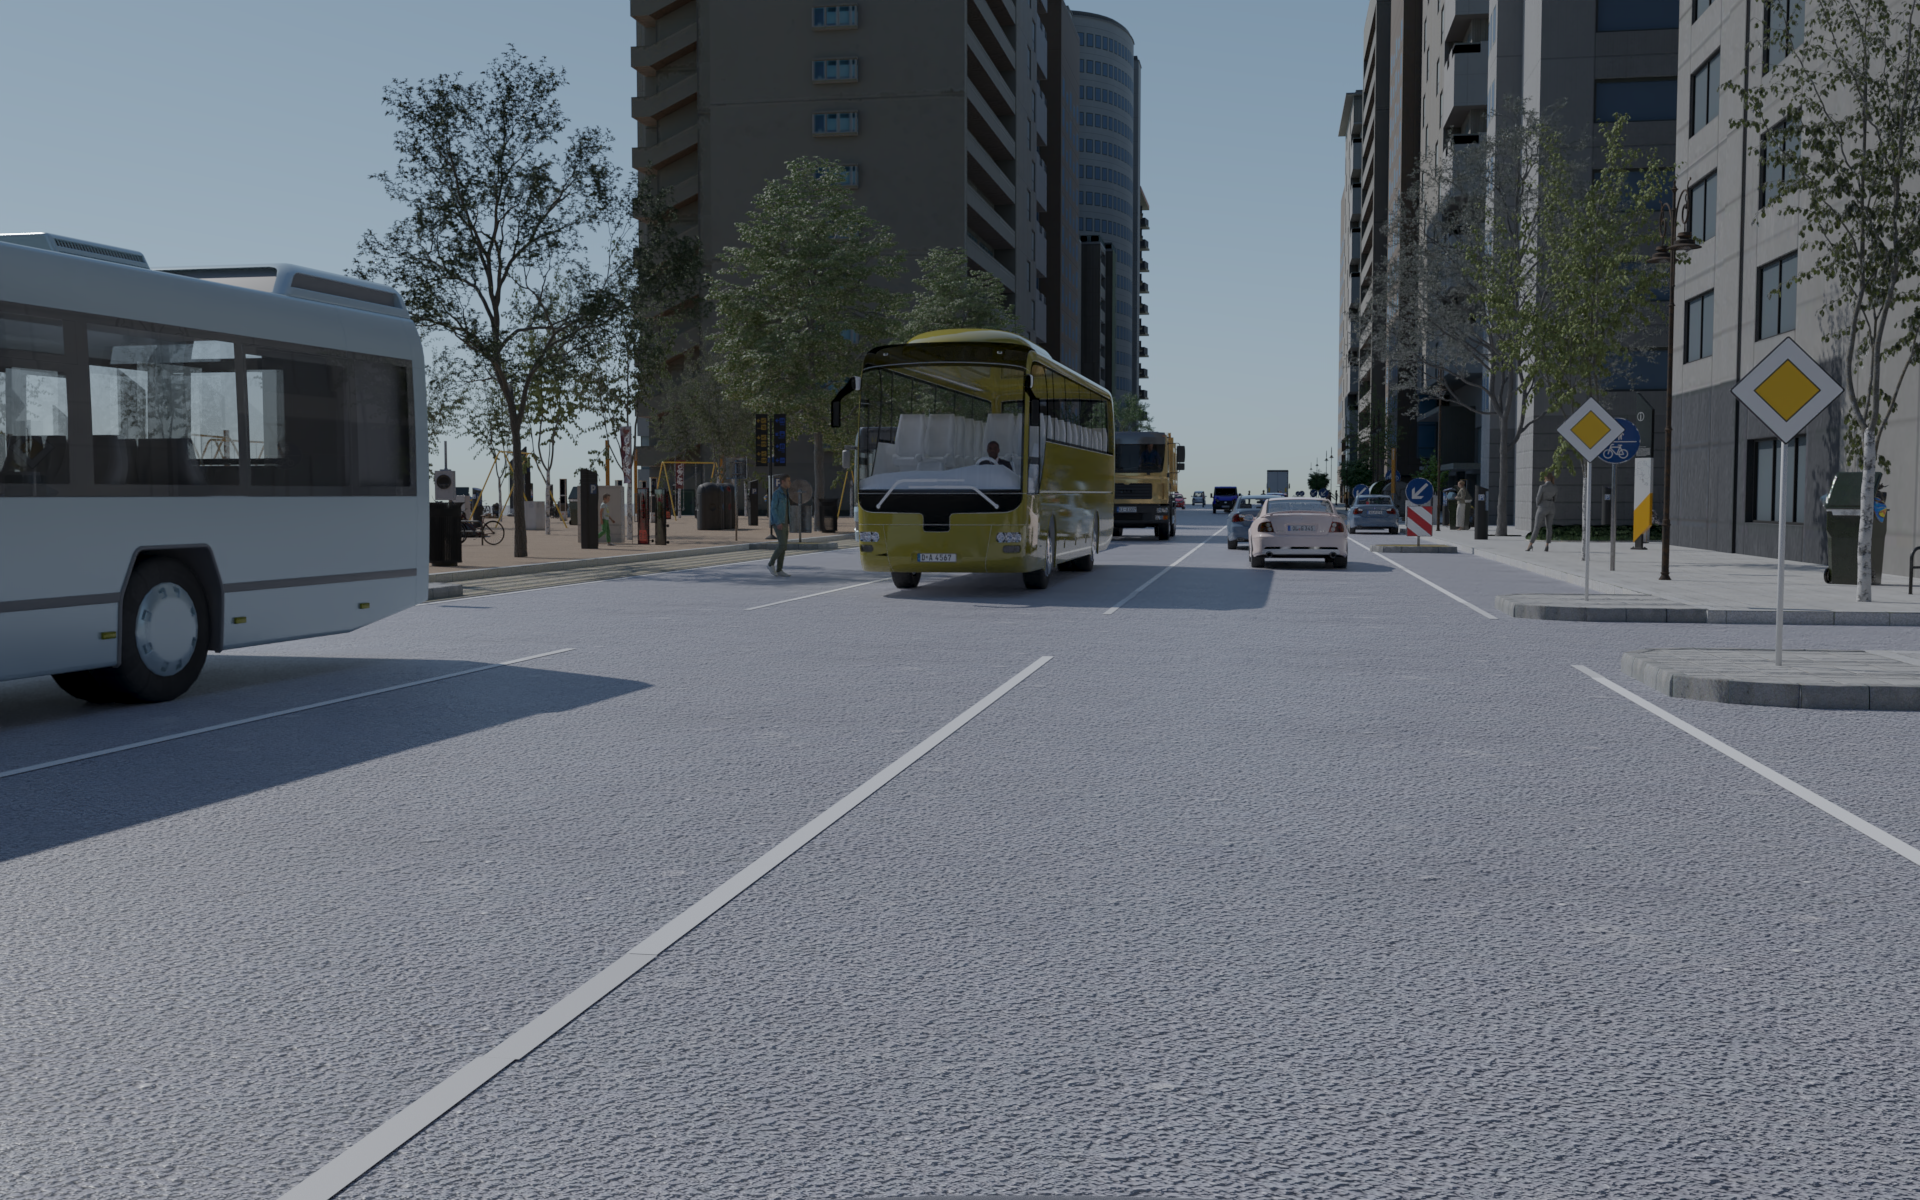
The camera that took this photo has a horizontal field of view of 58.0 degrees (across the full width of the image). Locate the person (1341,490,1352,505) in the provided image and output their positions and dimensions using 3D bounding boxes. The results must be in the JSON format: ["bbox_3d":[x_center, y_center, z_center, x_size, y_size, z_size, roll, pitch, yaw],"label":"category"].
[{"bbox_3d":[37.244,-9.828,166.827,1.348,1.812,0.705,-2,4,-30],"label":"person"}]

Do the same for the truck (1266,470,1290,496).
[{"bbox_3d":[37.766,-13.263,205.768,2.839,4.237,11.283,1,4,11],"label":"truck"}]

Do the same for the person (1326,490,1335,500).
[{"bbox_3d":[26.399,-7.046,124.412,1.217,1.736,0.721,1,4,12],"label":"person"}]

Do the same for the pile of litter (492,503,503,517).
[{"bbox_3d":[-24.647,-4.713,91.030,1.176,0.858,1.719,1,4,13],"label":"pile of litter"}]

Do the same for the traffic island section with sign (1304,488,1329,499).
[{"bbox_3d":[24.822,-6.743,118.881,1.989,1.847,2.006,1,4,10],"label":"traffic island section with sign"}]

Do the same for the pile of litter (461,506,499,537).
[{"bbox_3d":[-14.846,-2.298,51.533,1.719,0.858,1.176,1,4,23],"label":"pile of litter"}]

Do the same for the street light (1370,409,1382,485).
[{"bbox_3d":[22.651,-7.404,93.841,0.468,5.910,1.993,1,4,10],"label":"street light"}]

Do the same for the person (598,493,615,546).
[{"bbox_3d":[-8.863,-2.003,43.041,0.590,1.304,0.306,-1,4,-17],"label":"person"}]

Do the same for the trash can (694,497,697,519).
[{"bbox_3d":[-13.151,-4.660,87.843,0.748,1.137,0.748,0,3,0],"label":"trash can"}]

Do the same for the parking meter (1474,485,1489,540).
[{"bbox_3d":[14.667,-2.464,48.700,0.372,1.533,0.369,0,3,0],"label":"parking meter"}]

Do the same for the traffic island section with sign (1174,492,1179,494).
[{"bbox_3d":[28.763,-13.512,229.550,1.989,1.847,2.006,1,4,10],"label":"traffic island section with sign"}]

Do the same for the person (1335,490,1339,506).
[{"bbox_3d":[42.014,-11.387,192.934,0.721,1.735,1.217,0,4,-7],"label":"person"}]

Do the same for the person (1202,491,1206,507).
[{"bbox_3d":[26.344,-10.869,186.911,0.721,1.736,1.217,1,4,17],"label":"person"}]

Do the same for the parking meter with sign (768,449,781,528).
[{"bbox_3d":[-6.953,-4.224,65.317,0.543,3.016,1.738,-1,4,-22],"label":"parking meter with sign"}]

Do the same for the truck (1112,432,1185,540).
[{"bbox_3d":[5.644,-3.686,56.196,3.469,3.379,9.791,1,4,9],"label":"truck"}]

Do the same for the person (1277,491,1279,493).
[{"bbox_3d":[34.652,-11.037,189.405,0.683,1.767,0.568,-1,4,-17],"label":"person"}]

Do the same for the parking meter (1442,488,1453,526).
[{"bbox_3d":[19.639,-3.753,69.776,0.372,1.533,0.369,0,3,0],"label":"parking meter"}]

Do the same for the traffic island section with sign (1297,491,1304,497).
[{"bbox_3d":[29.568,-8.366,145.416,1.989,1.847,2.006,1,4,10],"label":"traffic island section with sign"}]

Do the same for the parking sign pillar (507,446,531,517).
[{"bbox_3d":[-25.002,-6.725,98.430,1.447,3.967,1.447,2,4,32],"label":"parking sign pillar"}]

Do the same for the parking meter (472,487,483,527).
[{"bbox_3d":[-18.588,-3.566,66.722,0.372,1.533,0.369,0,3,0],"label":"parking meter"}]

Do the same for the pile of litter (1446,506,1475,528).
[{"bbox_3d":[19.383,-3.232,66.807,1.719,0.858,1.176,-2,4,-28],"label":"pile of litter"}]

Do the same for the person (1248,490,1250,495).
[{"bbox_3d":[31.985,-11.183,191.300,0.705,1.831,1.348,2,4,24],"label":"person"}]

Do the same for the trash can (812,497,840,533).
[{"bbox_3d":[-4.354,-2.792,57.297,0.748,1.137,0.748,0,3,0],"label":"trash can"}]

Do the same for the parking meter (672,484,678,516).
[{"bbox_3d":[-16.620,-5.833,101.087,0.255,1.863,0.399,0,4,3],"label":"parking meter"}]

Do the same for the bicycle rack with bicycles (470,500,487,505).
[{"bbox_3d":[-28.203,-5.286,99.802,2.852,0.926,2.925,2,4,33],"label":"bicycle rack with bicycles"}]

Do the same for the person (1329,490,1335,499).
[{"bbox_3d":[43.257,-12.030,202.871,1.348,1.807,0.705,1,4,19],"label":"person"}]

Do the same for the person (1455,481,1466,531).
[{"bbox_3d":[17.654,-3.336,61.137,0.362,1.759,0.519,1,4,22],"label":"person"}]

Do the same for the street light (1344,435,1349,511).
[{"bbox_3d":[30.091,-9.902,134.692,0.468,5.910,1.993,1,4,10],"label":"street light"}]

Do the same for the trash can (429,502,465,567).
[{"bbox_3d":[-9.188,-1.174,30.845,0.748,1.137,0.748,0,3,0],"label":"trash can"}]

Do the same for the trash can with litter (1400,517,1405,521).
[{"bbox_3d":[21.354,-4.316,81.958,1.055,1.170,0.624,2,4,30],"label":"trash can with litter"}]

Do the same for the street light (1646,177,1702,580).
[{"bbox_3d":[10.524,-3.235,25.675,0.468,5.910,1.993,1,4,10],"label":"street light"}]

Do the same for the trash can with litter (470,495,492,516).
[{"bbox_3d":[-28.584,-5.602,102.648,2.233,1.210,1.678,0,4,1],"label":"trash can with litter"}]

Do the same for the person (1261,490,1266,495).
[{"bbox_3d":[23.938,-7.809,136.714,0.617,1.759,0.750,0,4,8],"label":"person"}]

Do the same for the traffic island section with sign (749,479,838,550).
[{"bbox_3d":[-4.258,-2.232,45.122,1.989,1.847,2.006,1,4,10],"label":"traffic island section with sign"}]

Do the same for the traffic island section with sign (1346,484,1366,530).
[{"bbox_3d":[16.047,-3.750,69.936,1.989,1.847,2.006,1,4,10],"label":"traffic island section with sign"}]

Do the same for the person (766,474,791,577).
[{"bbox_3d":[-3.127,-1.295,30.020,0.444,1.785,0.601,2,4,24],"label":"person"}]

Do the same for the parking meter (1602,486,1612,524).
[{"bbox_3d":[19.849,-2.729,53.029,0.372,1.533,0.369,0,3,0],"label":"parking meter"}]

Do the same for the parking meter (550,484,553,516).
[{"bbox_3d":[-24.148,-5.892,102.038,0.255,1.863,0.399,1,4,14],"label":"parking meter"}]

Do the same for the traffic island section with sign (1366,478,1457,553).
[{"bbox_3d":[11.216,-2.099,42.947,1.989,1.847,2.006,1,4,10],"label":"traffic island section with sign"}]

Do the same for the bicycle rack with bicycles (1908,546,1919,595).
[{"bbox_3d":[13.491,-0.500,21.559,2.925,0.926,2.852,-1,4,-21],"label":"bicycle rack with bicycles"}]

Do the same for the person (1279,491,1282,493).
[{"bbox_3d":[28.728,-8.932,155.479,0.756,1.711,0.436,-3,5,-40],"label":"person"}]

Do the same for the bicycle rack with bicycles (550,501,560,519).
[{"bbox_3d":[-20.670,-4.747,91.003,2.852,0.926,2.925,1,4,14],"label":"bicycle rack with bicycles"}]

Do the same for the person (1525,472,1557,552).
[{"bbox_3d":[12.993,-1.980,38.684,0.520,1.790,0.573,-2,4,-34],"label":"person"}]

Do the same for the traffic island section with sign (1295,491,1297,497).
[{"bbox_3d":[39.299,-11.687,199.714,1.989,1.847,2.006,1,4,10],"label":"traffic island section with sign"}]

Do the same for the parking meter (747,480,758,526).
[{"bbox_3d":[-8.381,-3.934,70.032,0.399,1.863,0.255,-2,4,-31],"label":"parking meter"}]

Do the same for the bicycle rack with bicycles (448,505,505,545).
[{"bbox_3d":[-13.142,-1.802,42.842,2.925,0.926,2.852,1,4,17],"label":"bicycle rack with bicycles"}]

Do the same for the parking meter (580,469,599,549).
[{"bbox_3d":[-8.686,-2.134,40.610,0.255,1.863,0.399,2,4,29],"label":"parking meter"}]

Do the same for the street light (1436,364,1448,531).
[{"bbox_3d":[16.546,-5.319,59.750,0.468,5.910,1.993,1,4,10],"label":"street light"}]
